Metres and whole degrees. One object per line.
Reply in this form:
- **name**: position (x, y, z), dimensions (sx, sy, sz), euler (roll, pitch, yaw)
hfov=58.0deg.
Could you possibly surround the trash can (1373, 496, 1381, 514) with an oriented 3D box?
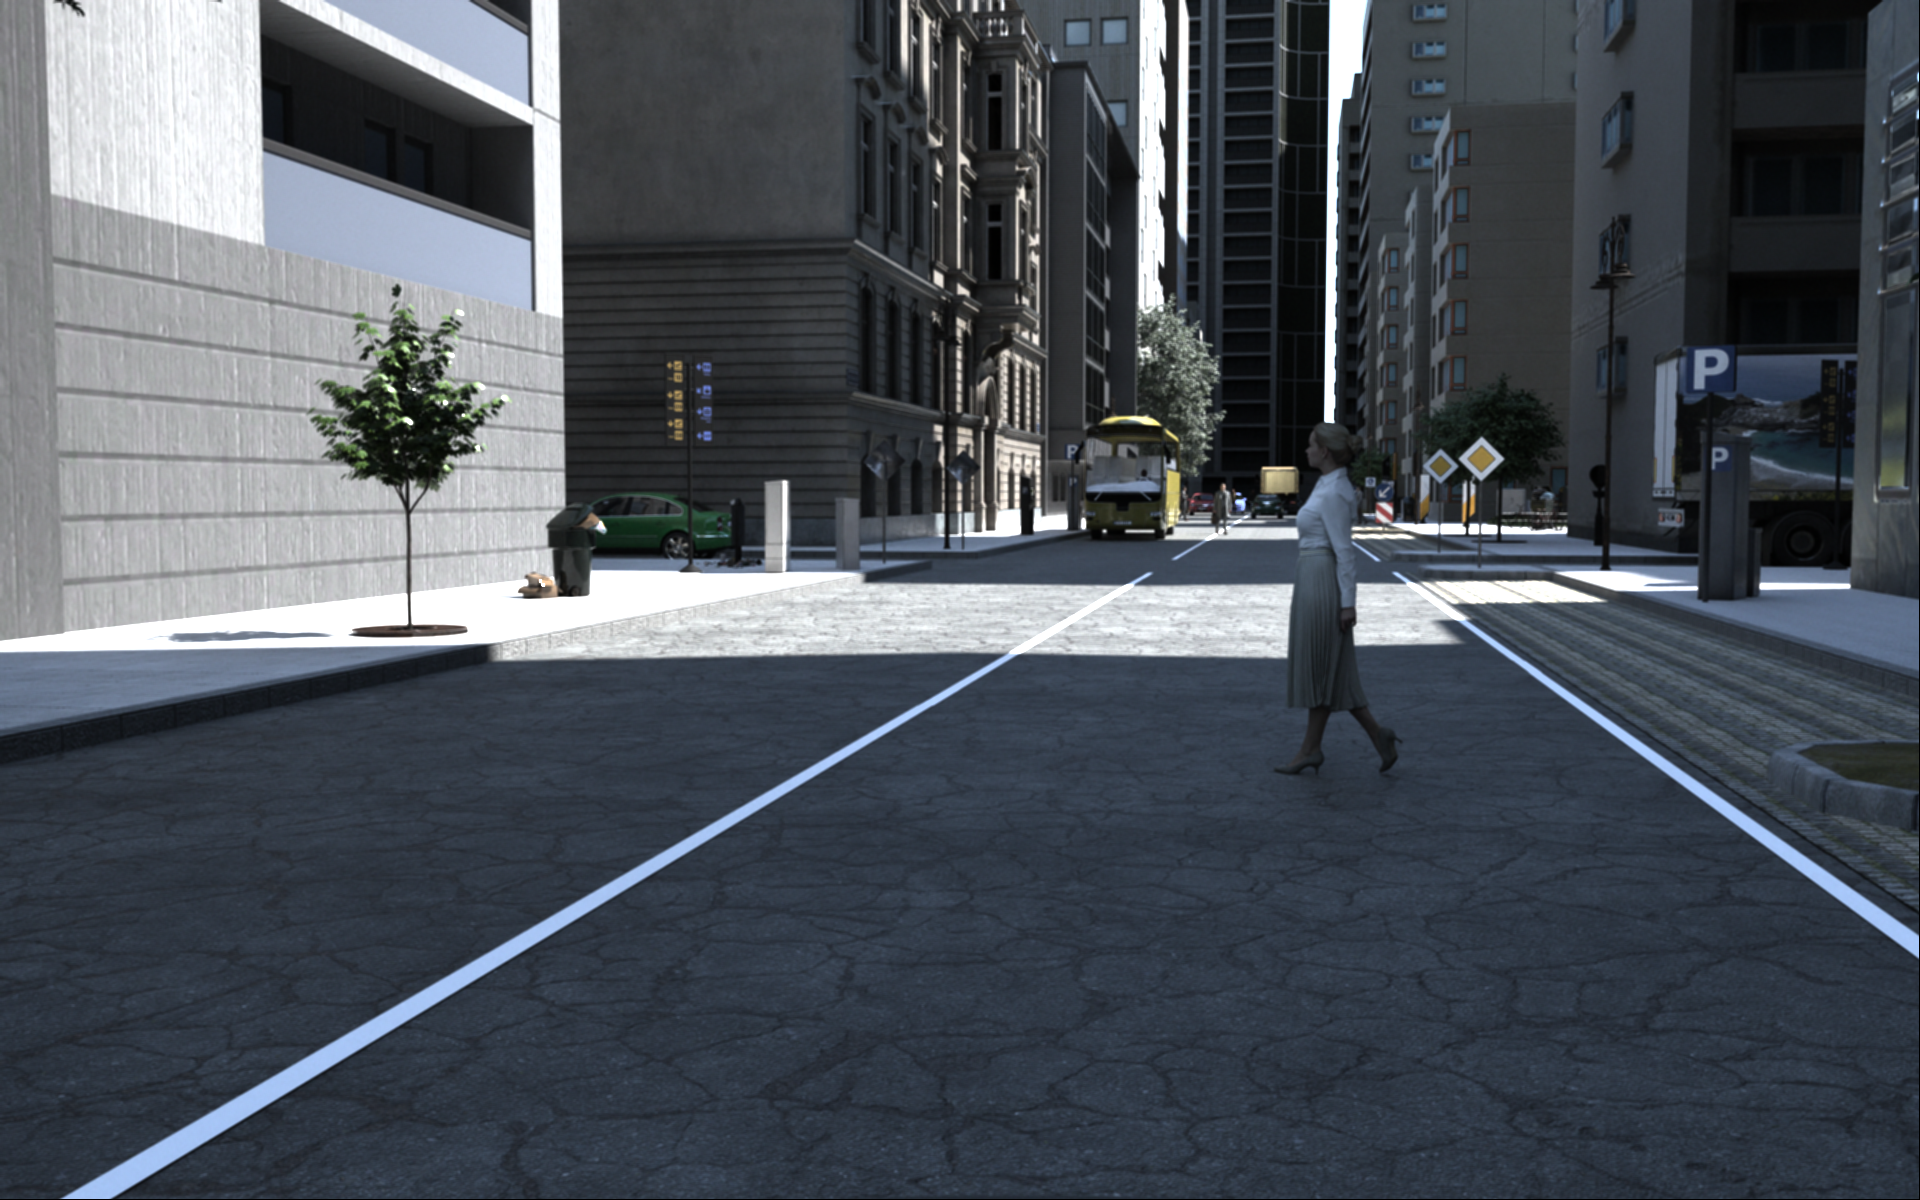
- **trash can**: position (25.903, -5.828, 106.937), dimensions (0.748, 1.137, 0.748), euler (0, 3, 0)

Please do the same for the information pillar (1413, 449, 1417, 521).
- **information pillar**: position (21.349, -5.494, 81.174), dimensions (0.183, 3.616, 0.504), euler (2, 4, 32)

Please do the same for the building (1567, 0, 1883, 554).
- **building**: position (27.758, -25.729, 44.370), dimensions (21.600, 48.544, 21.300), euler (1, 4, 11)

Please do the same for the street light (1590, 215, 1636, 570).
- **street light**: position (10.886, -3.440, 29.029), dimensions (0.468, 5.910, 1.993), euler (1, 4, 11)

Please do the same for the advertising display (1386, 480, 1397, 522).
- **advertising display**: position (19.966, -4.583, 80.152), dimensions (0.123, 1.923, 0.974), euler (0, 4, -7)

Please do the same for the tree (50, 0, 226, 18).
- **tree**: position (-6.486, -4.465, 7.423), dimensions (8.767, 10.594, 7.601), euler (1, 4, 19)

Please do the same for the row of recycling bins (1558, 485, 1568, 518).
- **row of recycling bins**: position (26.191, -4.096, 74.085), dimensions (1.069, 1.692, 3.534), euler (1, 4, 16)

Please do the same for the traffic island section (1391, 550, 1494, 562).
- **traffic island section**: position (10.507, -0.956, 37.912), dimensions (2.009, 0.180, 2.903), euler (1, 4, 11)

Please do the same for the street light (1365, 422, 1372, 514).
- **street light**: position (26.040, -8.414, 110.364), dimensions (0.468, 5.910, 1.993), euler (1, 4, 11)

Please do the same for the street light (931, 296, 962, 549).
- **street light**: position (-0.305, -4.140, 40.470), dimensions (0.468, 5.910, 1.993), euler (1, 4, 11)

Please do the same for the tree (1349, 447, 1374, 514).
- **tree**: position (27.231, -7.934, 113.437), dimensions (4.285, 4.588, 4.351), euler (0, 3, 0)

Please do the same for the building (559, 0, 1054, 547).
- **building**: position (-4.648, -14.667, 58.886), dimensions (14.460, 24.649, 34.723), euler (1, 4, 11)

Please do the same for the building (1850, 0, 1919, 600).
- **building**: position (20.260, -42.267, 3.731), dimensions (22.319, 86.520, 31.000), euler (1, 4, 11)

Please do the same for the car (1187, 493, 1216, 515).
- **car**: position (16.487, -6.627, 117.396), dimensions (2.155, 1.783, 4.494), euler (1, 4, 10)

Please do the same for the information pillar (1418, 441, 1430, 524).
- **information pillar**: position (19.930, -5.071, 74.270), dimensions (0.504, 3.616, 0.183), euler (-2, 4, -32)

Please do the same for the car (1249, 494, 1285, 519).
- **car**: position (18.130, -5.533, 102.270), dimensions (2.131, 1.459, 4.920), euler (1, 4, 9)

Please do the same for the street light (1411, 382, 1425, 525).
- **street light**: position (18.942, -6.052, 71.736), dimensions (0.468, 5.910, 1.993), euler (1, 4, 11)

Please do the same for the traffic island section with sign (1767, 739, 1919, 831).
- **traffic island section with sign**: position (4.910, 0.042, 7.948), dimensions (1.989, 1.847, 2.006), euler (1, 4, 11)

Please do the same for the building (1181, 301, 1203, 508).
- **building**: position (9.604, -20.313, 177.165), dimensions (28.899, 21.520, 27.650), euler (1, 4, 11)

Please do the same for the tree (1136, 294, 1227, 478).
- **tree**: position (11.925, -12.413, 109.615), dimensions (9.857, 13.997, 8.962), euler (0, 3, 0)

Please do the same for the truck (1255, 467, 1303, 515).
- **truck**: position (22.769, -7.803, 123.508), dimensions (3.469, 3.379, 9.791), euler (1, 4, 10)

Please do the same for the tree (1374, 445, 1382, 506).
- **tree**: position (15.387, -4.219, 52.688), dimensions (4.285, 4.588, 4.351), euler (0, 3, 0)

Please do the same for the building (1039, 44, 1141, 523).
- **building**: position (1.118, -16.632, 90.996), dimensions (14.314, 24.678, 30.058), euler (1, 4, 11)

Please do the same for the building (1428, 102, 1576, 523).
- **building**: position (38.079, -14.936, 89.240), dimensions (27.650, 21.520, 28.899), euler (1, 4, 11)

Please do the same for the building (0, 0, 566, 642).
- **building**: position (-20.749, -29.450, 23.503), dimensions (28.212, 58.520, 21.231), euler (1, 4, 11)

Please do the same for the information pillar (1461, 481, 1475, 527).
- **information pillar**: position (19.619, -4.613, 66.781), dimensions (0.504, 3.616, 0.183), euler (-1, 4, -10)

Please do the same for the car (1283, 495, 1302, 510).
- **car**: position (29.805, -8.799, 155.861), dimensions (2.014, 1.417, 4.499), euler (1, 4, 11)

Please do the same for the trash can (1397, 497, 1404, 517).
- **trash can**: position (24.587, -5.213, 96.882), dimensions (0.748, 1.137, 0.748), euler (0, 3, 0)

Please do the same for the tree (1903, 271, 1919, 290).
- **tree**: position (7.578, -1.636, 10.464), dimensions (4.285, 4.588, 4.351), euler (0, 3, 0)

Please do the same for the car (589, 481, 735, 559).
- **car**: position (-6.930, -1.672, 36.140), dimensions (4.718, 1.807, 1.959), euler (1, 4, 9)

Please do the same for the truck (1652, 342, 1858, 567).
- **truck**: position (19.227, -2.676, 32.673), dimensions (11.283, 4.237, 2.839), euler (1, 4, 12)

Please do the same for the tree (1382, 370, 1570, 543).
- **tree**: position (14.400, -3.803, 45.896), dimensions (4.285, 4.588, 4.351), euler (0, 3, 0)

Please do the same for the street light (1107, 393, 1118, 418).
- **street light**: position (7.021, -6.529, 79.533), dimensions (0.468, 5.910, 1.993), euler (1, 4, 11)

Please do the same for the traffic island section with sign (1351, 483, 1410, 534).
- **traffic island section with sign**: position (15.053, -3.270, 62.090), dimensions (1.989, 1.847, 2.006), euler (1, 4, 11)

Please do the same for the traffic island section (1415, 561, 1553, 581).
- **traffic island section**: position (9.035, -0.476, 30.064), dimensions (2.009, 0.180, 2.903), euler (1, 4, 11)

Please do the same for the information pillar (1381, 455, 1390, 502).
- **information pillar**: position (25.211, -6.799, 102.524), dimensions (0.504, 3.616, 0.183), euler (-1, 4, -12)

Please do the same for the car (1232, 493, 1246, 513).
- **car**: position (20.349, -7.301, 128.965), dimensions (1.945, 1.707, 3.694), euler (1, 4, 10)

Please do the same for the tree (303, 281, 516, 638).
- **tree**: position (-5.145, -1.306, 15.950), dimensions (1.663, 3.219, 1.824), euler (0, 3, 0)
